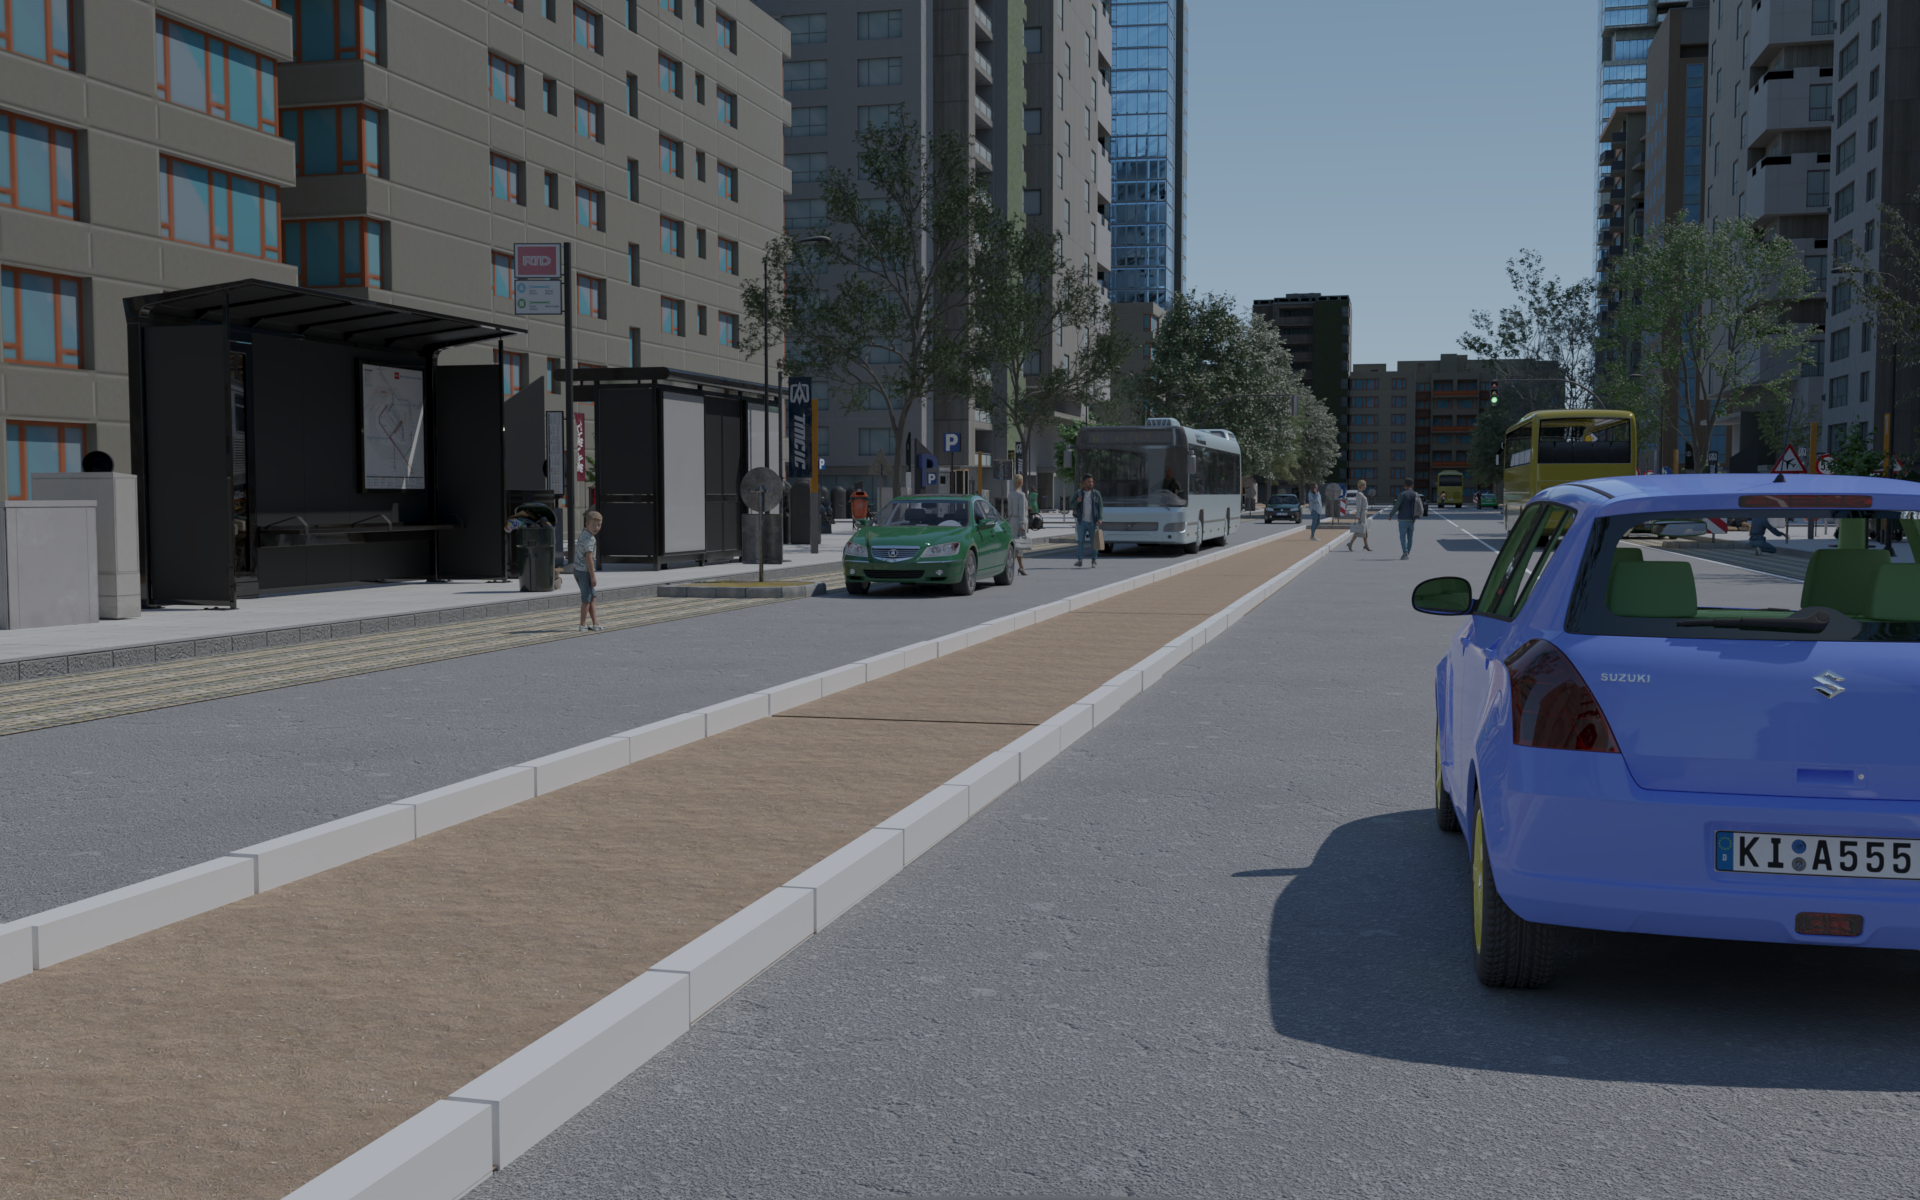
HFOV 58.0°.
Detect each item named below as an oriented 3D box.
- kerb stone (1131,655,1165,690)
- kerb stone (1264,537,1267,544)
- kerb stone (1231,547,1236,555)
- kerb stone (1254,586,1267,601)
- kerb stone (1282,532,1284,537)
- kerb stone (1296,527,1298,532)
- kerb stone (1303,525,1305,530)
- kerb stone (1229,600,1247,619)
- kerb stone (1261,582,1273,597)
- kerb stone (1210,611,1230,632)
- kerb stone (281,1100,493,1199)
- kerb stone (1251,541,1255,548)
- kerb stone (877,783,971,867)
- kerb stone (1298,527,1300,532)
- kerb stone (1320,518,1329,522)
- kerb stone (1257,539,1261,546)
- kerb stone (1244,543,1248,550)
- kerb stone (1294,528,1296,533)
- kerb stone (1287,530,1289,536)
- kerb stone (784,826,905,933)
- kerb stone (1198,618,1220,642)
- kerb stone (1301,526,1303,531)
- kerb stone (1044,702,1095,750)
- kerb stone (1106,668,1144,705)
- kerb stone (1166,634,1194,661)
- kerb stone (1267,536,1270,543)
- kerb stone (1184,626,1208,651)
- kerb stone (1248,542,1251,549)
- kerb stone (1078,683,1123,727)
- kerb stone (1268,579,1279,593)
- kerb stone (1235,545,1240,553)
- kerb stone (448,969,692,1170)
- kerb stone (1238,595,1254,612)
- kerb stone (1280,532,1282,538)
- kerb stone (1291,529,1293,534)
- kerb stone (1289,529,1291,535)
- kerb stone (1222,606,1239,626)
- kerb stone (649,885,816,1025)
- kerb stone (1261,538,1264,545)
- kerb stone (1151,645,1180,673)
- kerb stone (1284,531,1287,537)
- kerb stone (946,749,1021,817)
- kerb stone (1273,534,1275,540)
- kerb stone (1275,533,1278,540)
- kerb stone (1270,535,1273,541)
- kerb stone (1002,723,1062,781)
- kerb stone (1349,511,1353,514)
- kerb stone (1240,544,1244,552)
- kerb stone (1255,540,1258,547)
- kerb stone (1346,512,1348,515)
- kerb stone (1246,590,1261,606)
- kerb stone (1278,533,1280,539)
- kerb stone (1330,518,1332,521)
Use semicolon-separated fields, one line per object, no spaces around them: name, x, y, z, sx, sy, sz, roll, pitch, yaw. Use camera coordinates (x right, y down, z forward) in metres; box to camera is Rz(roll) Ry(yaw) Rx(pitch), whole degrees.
kerb stone;1.398;0.557;13.086;0.120;0.150;1.000;1;4;14
kerb stone;8.571;-1.660;49.339;0.120;0.150;1.000;1;4;14
kerb stone;6.268;-1.108;40.419;0.120;0.150;1.000;1;4;14
kerb stone;3.950;-0.050;23.020;0.120;0.150;1.000;1;4;14
kerb stone;10.361;-2.085;56.277;0.120;0.150;1.000;1;4;14
kerb stone;12.161;-2.509;63.225;0.120;0.150;1.000;1;4;14
kerb stone;13.180;-2.747;67.192;0.120;0.150;1.000;1;4;14
kerb stone;3.186;0.132;20.032;0.120;0.150;1.000;1;4;14
kerb stone;4.210;-0.110;24.009;0.120;0.150;1.000;1;4;14
kerb stone;2.673;0.253;18.052;0.120;0.150;1.000;1;4;14
kerb stone;-1.167;1.163;3.174;0.120;0.150;1.000;1;4;14
kerb stone;7.552;-1.417;45.370;0.120;0.150;1.000;1;4;14
kerb stone;-0.146;0.921;7.141;0.120;0.150;1.000;1;4;14
kerb stone;12.414;-2.570;64.216;0.120;0.150;1.000;1;4;14
kerb stone;18.436;-4.000;87.597;0.120;0.150;1.000;1;4;14
kerb stone;8.054;-1.537;47.357;0.120;0.150;1.000;1;4;14
kerb stone;7.040;-1.296;43.390;0.120;0.150;1.000;1;4;14
kerb stone;11.900;-2.449;62.236;0.120;0.150;1.000;1;4;14
kerb stone;10.879;-2.206;58.257;0.120;0.150;1.000;1;4;14
kerb stone;-0.401;0.982;6.144;0.120;0.150;1.000;1;4;14
kerb stone;2.421;0.314;17.059;0.120;0.150;1.000;1;4;14
kerb stone;12.927;-2.688;66.201;0.120;0.150;1.000;1;4;14
kerb stone;0.624;0.743;10.114;0.120;0.150;1.000;1;4;14
kerb stone;1.135;0.618;12.098;0.120;0.150;1.000;1;4;14
kerb stone;1.898;0.435;15.083;0.120;0.150;1.000;1;4;14
kerb stone;8.833;-1.721;50.330;0.120;0.150;1.000;1;4;14
kerb stone;2.159;0.375;16.071;0.120;0.150;1.000;1;4;14
kerb stone;7.299;-1.357;44.379;0.120;0.150;1.000;1;4;14
kerb stone;0.887;0.681;11.107;0.120;0.150;1.000;1;4;14
kerb stone;4.467;-0.171;24.998;0.120;0.150;1.000;1;4;14
kerb stone;6.527;-1.174;41.410;0.120;0.150;1.000;1;4;14
kerb stone;-0.907;1.103;4.162;0.120;0.150;1.000;1;4;14
kerb stone;3.438;0.071;21.029;0.120;0.150;1.000;1;4;14
kerb stone;10.109;-2.022;55.287;0.120;0.150;1.000;1;4;14
kerb stone;11.387;-2.318;60.250;0.120;0.150;1.000;1;4;14
kerb stone;11.133;-2.267;59.254;0.120;0.150;1.000;1;4;14
kerb stone;2.934;0.196;19.041;0.120;0.150;1.000;1;4;14
kerb stone;-0.659;1.042;5.155;0.120;0.150;1.000;1;4;14
kerb stone;8.321;-1.587;48.344;0.120;0.150;1.000;1;4;14
kerb stone;1.644;0.501;14.078;0.120;0.150;1.000;1;4;14
kerb stone;10.618;-2.145;57.269;0.120;0.150;1.000;1;4;14
kerb stone;0.108;0.860;8.131;0.120;0.150;1.000;1;4;14
kerb stone;9.338;-1.842;52.311;0.120;0.150;1.000;1;4;14
kerb stone;9.598;-1.903;53.305;0.120;0.150;1.000;1;4;14
kerb stone;9.090;-1.779;51.319;0.120;0.150;1.000;1;4;14
kerb stone;0.370;0.802;9.119;0.120;0.150;1.000;1;4;14
kerb stone;28.426;-6.366;126.280;0.120;0.150;1.000;1;4;14
kerb stone;6.789;-1.236;42.399;0.120;0.150;1.000;1;4;14
kerb stone;7.802;-1.478;46.362;0.120;0.150;1.000;1;4;14
kerb stone;25.360;-5.637;114.381;0.120;0.150;1.000;1;4;14
kerb stone;3.695;0.010;22.030;0.120;0.150;1.000;1;4;14
kerb stone;9.850;-1.963;54.298;0.120;0.150;1.000;1;4;14
kerb stone;19.220;-4.181;90.566;0.120;0.150;1.000;1;4;14
